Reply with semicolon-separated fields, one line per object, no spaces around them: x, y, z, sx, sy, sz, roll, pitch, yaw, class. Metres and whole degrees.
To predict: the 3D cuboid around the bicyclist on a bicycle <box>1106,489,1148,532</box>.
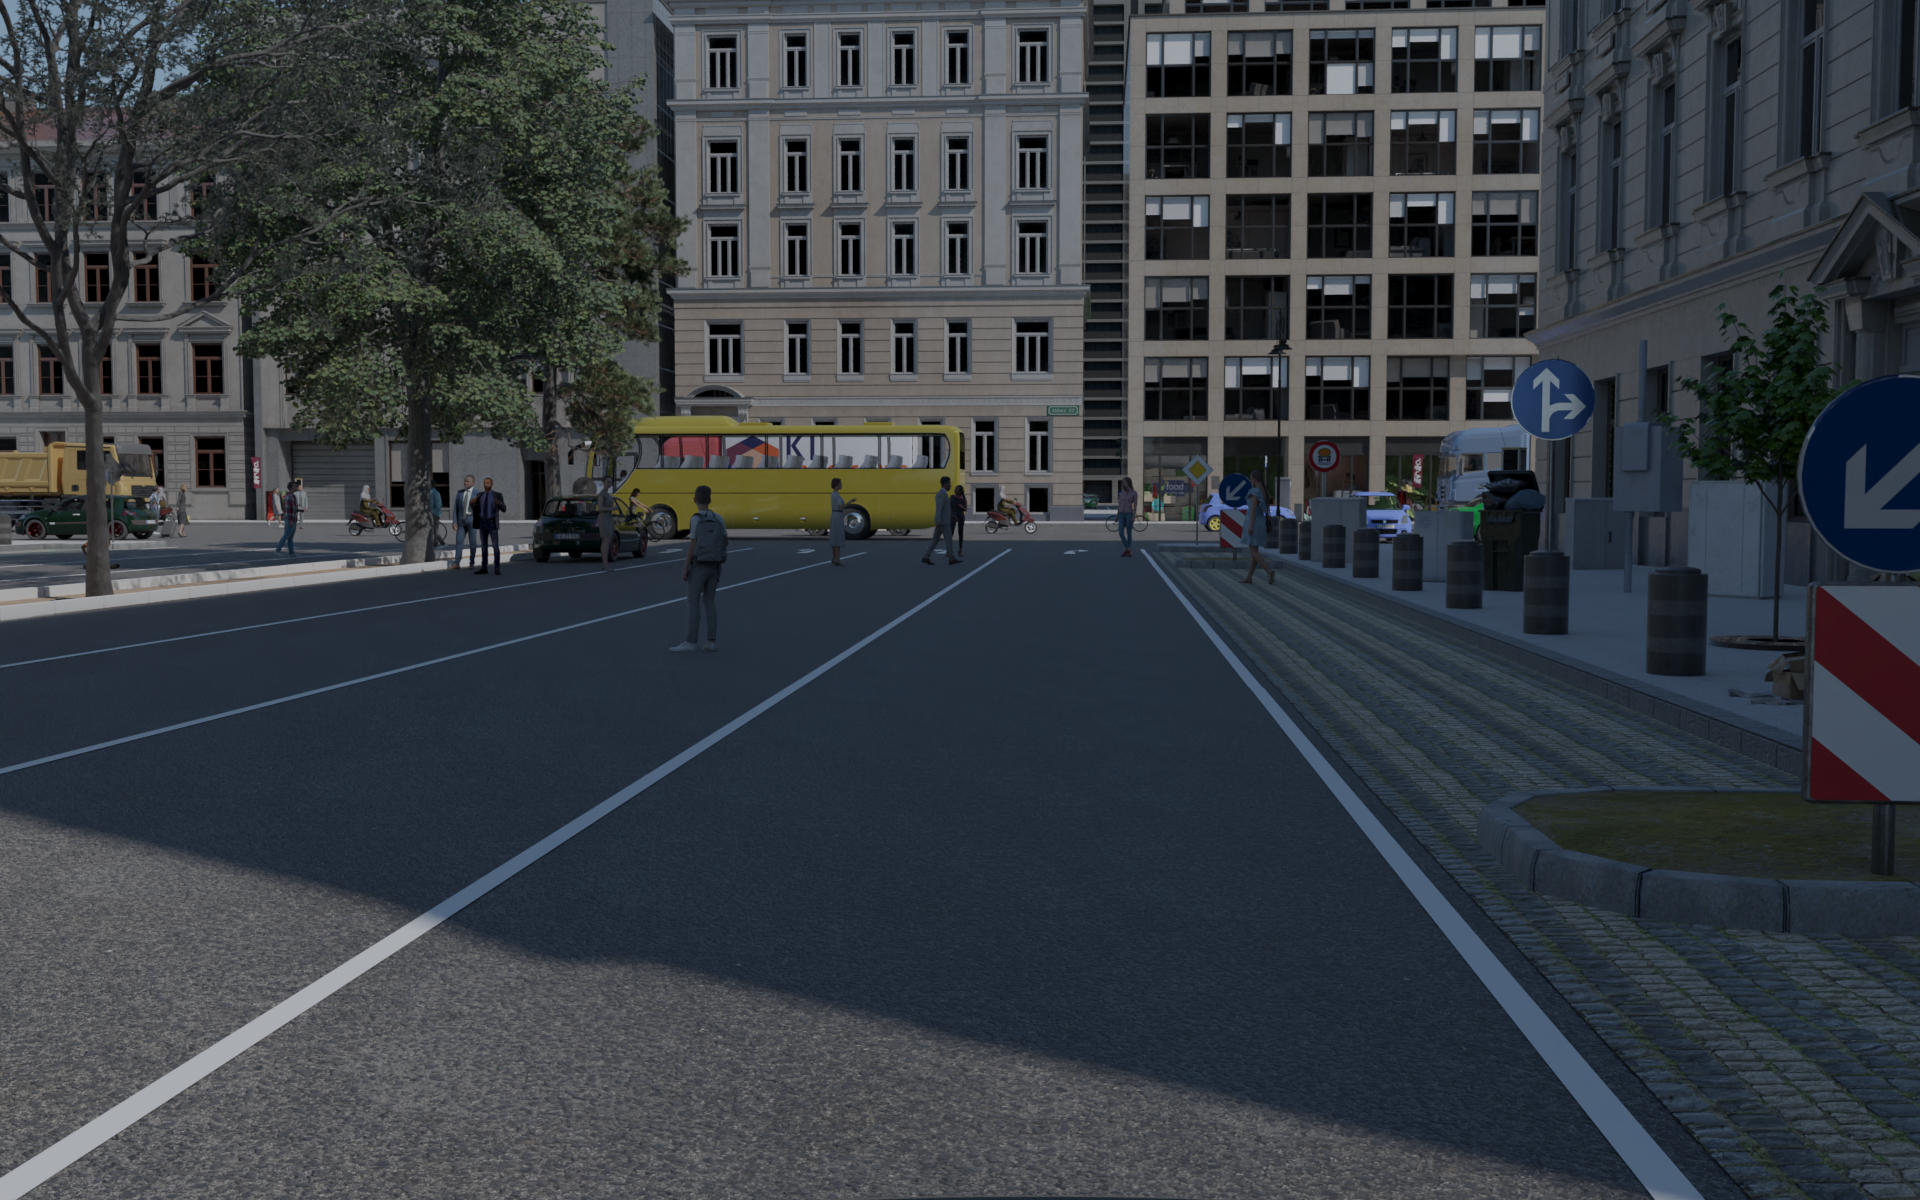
6.330;-3.404;65.685;1.625;1.676;1.499;0;4;6;bicyclist on a bicycle

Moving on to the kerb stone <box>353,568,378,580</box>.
-10.170;-0.437;29.361;0.120;0.150;1.000;0;4;4;kerb stone

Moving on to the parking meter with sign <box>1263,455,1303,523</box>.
14.563;-5.000;78.008;1.738;3.016;0.543;1;4;18;parking meter with sign

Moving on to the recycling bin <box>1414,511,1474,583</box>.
7.098;-0.787;25.423;0.722;1.027;0.722;2;4;29;recycling bin

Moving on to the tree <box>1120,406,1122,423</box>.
16.586;-13.160;140.923;9.928;11.665;9.643;0;3;0;tree

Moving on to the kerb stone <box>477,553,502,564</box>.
-9.673;-0.815;35.515;0.120;0.150;1.000;0;4;4;kerb stone

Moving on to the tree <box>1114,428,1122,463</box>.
19.715;-15.985;183.404;6.751;12.117;7.091;0;3;0;tree

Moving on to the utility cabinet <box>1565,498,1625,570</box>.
10.839;-1.124;29.535;1.020;1.237;0.306;-1;4;-15;utility cabinet

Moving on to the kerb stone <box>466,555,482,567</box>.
-9.766;-0.752;34.492;0.120;0.150;1.000;0;4;4;kerb stone

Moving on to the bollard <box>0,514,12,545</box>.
-24.211;-1.778;43.794;0.404;0.777;0.398;0;3;0;bollard

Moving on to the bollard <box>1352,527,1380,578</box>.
6.236;-0.727;26.601;0.404;0.777;0.398;0;3;0;bollard

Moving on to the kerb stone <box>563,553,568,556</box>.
-9.266;-1.128;40.651;0.120;0.150;1.000;0;4;4;kerb stone

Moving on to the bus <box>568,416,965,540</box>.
-6.019;-3.878;54.950;12.252;3.916;2.896;0;4;4;bus

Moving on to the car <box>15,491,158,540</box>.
-27.482;-2.738;54.558;4.222;1.686;2.009;0;4;4;car

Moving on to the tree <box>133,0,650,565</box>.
-10.570;-7.604;33.435;9.857;13.997;8.962;0;3;0;tree

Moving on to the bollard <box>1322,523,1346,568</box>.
6.517;-0.945;30.166;0.404;0.777;0.398;0;3;0;bollard

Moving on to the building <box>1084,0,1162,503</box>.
27.445;-49.488;247.375;20.611;71.187;20.563;0;4;4;building

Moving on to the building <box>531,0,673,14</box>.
-27.450;-30.560;149.770;14.600;45.320;14.200;0;4;4;building

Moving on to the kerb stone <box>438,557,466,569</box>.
-9.841;-0.689;33.468;0.120;0.150;1.000;0;4;4;kerb stone

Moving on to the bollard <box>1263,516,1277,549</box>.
7.361;-1.598;40.836;0.404;0.777;0.398;0;3;0;bollard

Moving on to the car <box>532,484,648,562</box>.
-8.024;-1.715;37.824;2.009;1.686;4.222;0;4;3;car

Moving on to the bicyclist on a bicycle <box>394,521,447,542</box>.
-15.958;-2.519;51.214;1.625;1.676;1.499;0;4;3;bicyclist on a bicycle

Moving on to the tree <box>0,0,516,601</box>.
-11.418;-6.706;22.469;12.009;13.543;11.850;0;3;0;tree

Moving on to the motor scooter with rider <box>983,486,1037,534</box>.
1.800;-3.284;62.661;1.986;1.779;0.876;0;4;3;motor scooter with rider

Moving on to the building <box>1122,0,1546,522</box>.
25.525;-17.358;88.315;34.151;26.468;19.350;0;4;4;building

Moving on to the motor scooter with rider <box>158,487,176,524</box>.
-36.448;-4.253;78.497;1.986;1.779;0.876;0;4;4;motor scooter with rider

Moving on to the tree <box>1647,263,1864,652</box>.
6.962;-1.225;14.627;1.663;3.219;1.824;0;3;0;tree

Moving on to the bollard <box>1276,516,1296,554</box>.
7.080;-1.380;37.280;0.404;0.777;0.398;0;3;0;bollard

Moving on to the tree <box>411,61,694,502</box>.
-9.988;-7.192;42.103;6.751;12.117;7.091;0;3;0;tree

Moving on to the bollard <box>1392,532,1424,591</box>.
5.958;-0.509;23.045;0.404;0.777;0.398;0;3;0;bollard

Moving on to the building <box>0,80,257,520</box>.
-44.365;-15.521;89.921;21.152;22.565;11.583;0;4;4;building

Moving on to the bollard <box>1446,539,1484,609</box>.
5.678;-0.292;19.489;0.404;0.777;0.398;0;3;0;bollard

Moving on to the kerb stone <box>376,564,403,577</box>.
-10.082;-0.500;30.384;0.120;0.150;1.000;0;4;4;kerb stone

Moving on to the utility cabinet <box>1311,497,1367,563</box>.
7.107;-1.307;32.531;1.020;1.237;0.306;3;5;40;utility cabinet

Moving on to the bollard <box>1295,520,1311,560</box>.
6.798;-1.162;33.721;0.404;0.777;0.398;0;3;0;bollard

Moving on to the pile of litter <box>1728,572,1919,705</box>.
5.667;0.187;10.915;1.719;0.858;1.176;0;4;2;pile of litter

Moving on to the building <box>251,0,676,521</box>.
-23.847;-16.558;88.739;19.932;24.808;12.078;0;4;4;building

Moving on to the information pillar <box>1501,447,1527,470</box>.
8.733;-1.398;27.345;0.304;2.012;0.304;3;4;38;information pillar

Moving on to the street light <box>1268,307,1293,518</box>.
7.927;-4.296;43.021;0.468;5.910;1.993;0;4;4;street light

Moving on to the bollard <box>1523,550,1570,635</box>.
5.395;-0.074;15.933;0.404;0.777;0.398;0;3;0;bollard

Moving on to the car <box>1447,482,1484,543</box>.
16.089;-2.451;48.865;4.718;1.807;1.959;0;4;3;car

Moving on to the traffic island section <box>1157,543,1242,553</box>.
5.992;-1.307;43.652;2.009;0.180;2.903;0;4;4;traffic island section

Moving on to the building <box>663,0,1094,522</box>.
-3.413;-18.418;87.045;20.117;28.700;13.634;0;4;4;building

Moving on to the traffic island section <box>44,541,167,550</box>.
-22.461;-1.444;45.890;2.009;0.180;2.903;0;4;4;traffic island section

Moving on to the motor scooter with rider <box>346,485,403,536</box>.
-20.034;-3.069;59.140;1.986;1.779;0.876;0;4;4;motor scooter with rider

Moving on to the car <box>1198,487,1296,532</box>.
10.993;-3.467;66.273;3.694;1.707;1.945;0;4;3;car

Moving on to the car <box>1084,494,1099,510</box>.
10.973;-8.435;149.713;2.131;1.459;4.920;0;4;3;car

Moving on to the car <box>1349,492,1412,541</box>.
12.302;-2.560;51.452;1.945;1.707;3.694;0;4;3;car

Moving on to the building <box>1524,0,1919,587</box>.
18.970;-14.641;15.789;17.030;29.872;44.131;0;4;4;building

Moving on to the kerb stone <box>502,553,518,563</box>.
-9.600;-0.878;36.547;0.120;0.150;1.000;0;4;4;kerb stone

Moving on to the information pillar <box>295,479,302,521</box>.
-31.255;-4.734;81.885;0.304;2.012;0.304;-2;4;-26;information pillar

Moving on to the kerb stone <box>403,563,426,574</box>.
-9.991;-0.563;31.407;0.120;0.150;1.000;0;4;4;kerb stone

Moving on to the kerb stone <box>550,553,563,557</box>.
-9.354;-1.059;39.618;0.120;0.150;1.000;0;4;4;kerb stone

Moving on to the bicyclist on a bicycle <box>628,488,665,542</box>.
-9.587;-2.544;51.619;1.625;1.676;1.499;0;4;4;bicyclist on a bicycle

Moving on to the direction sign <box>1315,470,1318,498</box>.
16.180;-5.302;78.684;0.379;3.537;0.876;1;4;19;direction sign

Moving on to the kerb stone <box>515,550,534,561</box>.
-9.519;-0.940;37.570;0.120;0.150;1.000;0;4;4;kerb stone

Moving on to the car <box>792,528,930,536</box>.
-3.376;-2.887;59.560;4.827;1.381;2.083;0;4;4;car

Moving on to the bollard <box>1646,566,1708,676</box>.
5.114;0.145;12.352;0.404;0.777;0.398;0;3;0;bollard

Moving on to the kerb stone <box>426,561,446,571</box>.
-9.921;-0.627;32.444;0.120;0.150;1.000;0;4;4;kerb stone
